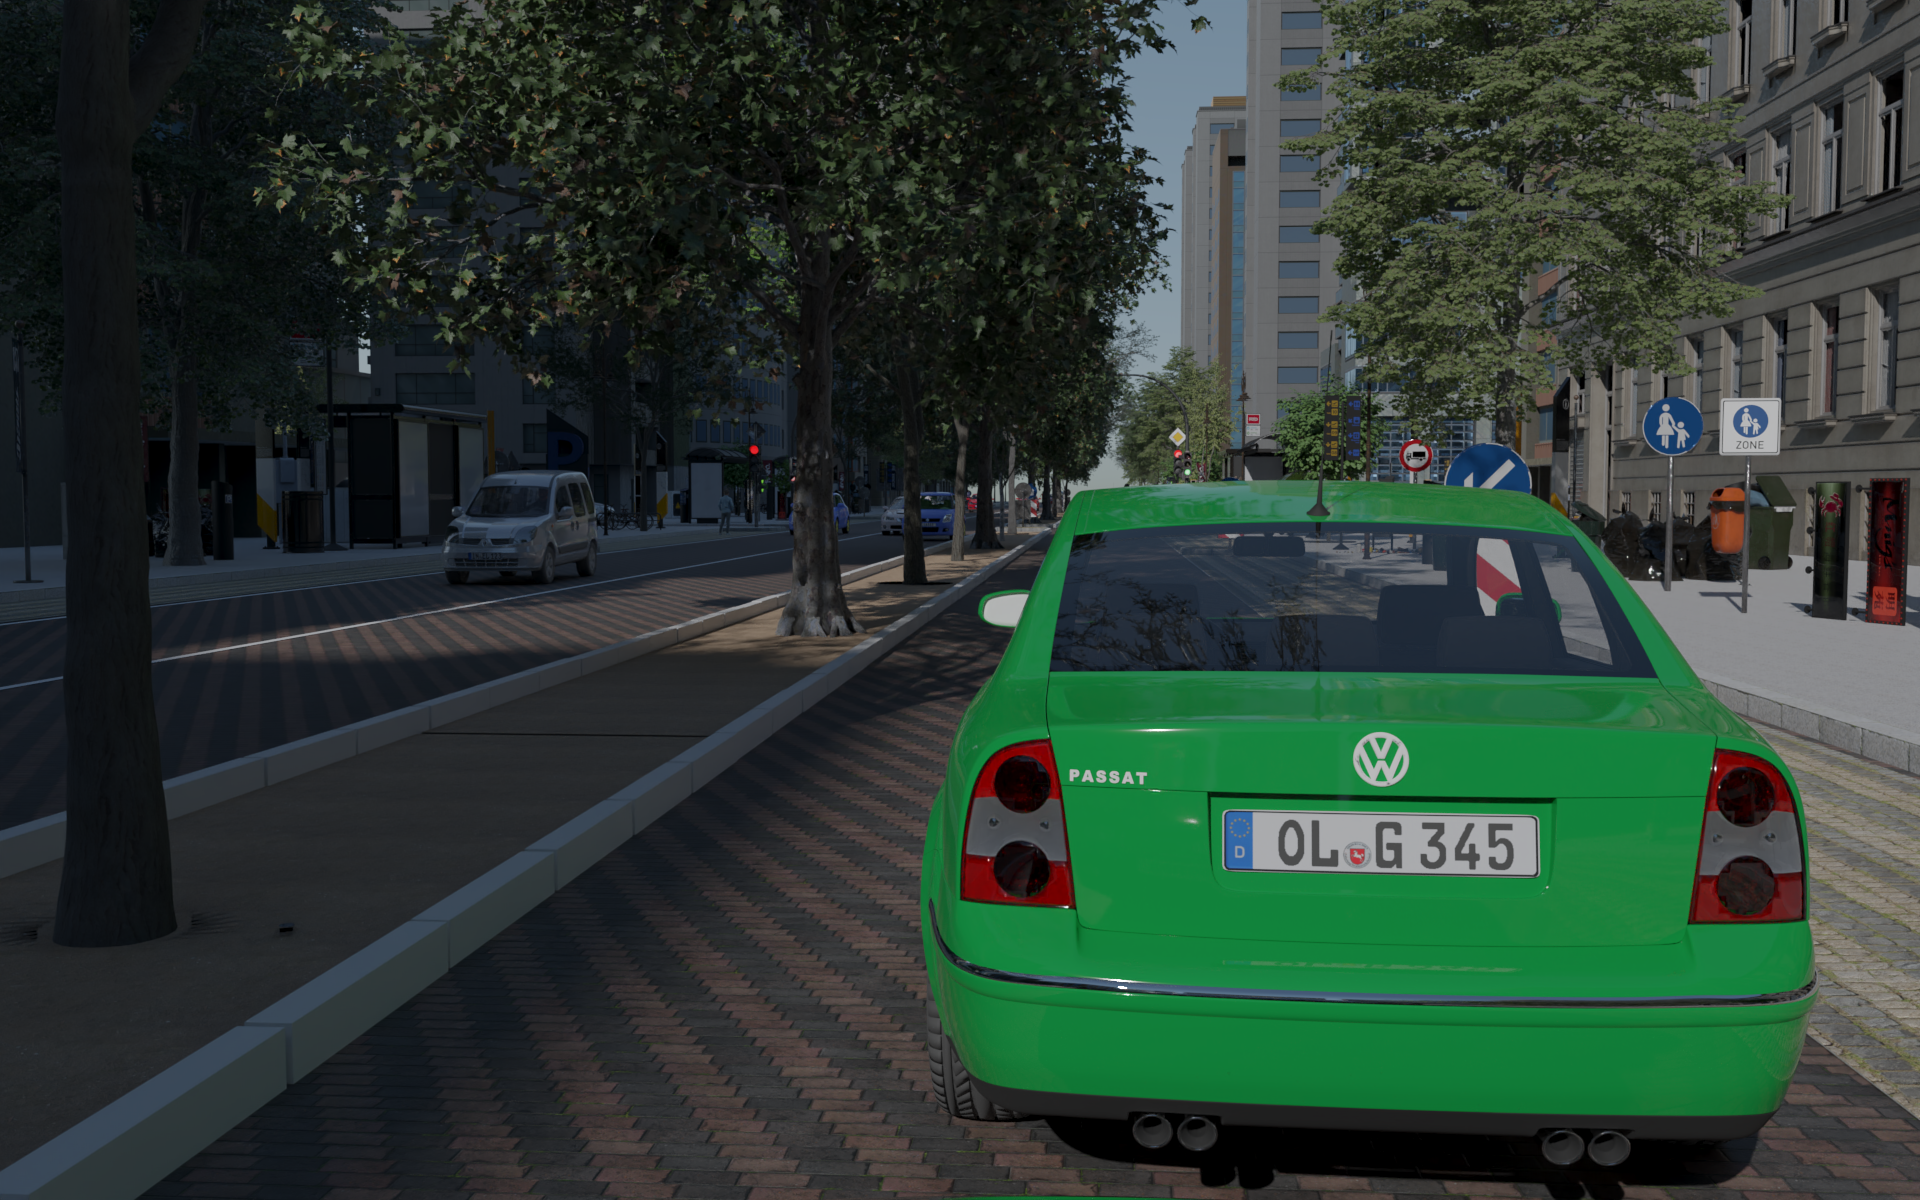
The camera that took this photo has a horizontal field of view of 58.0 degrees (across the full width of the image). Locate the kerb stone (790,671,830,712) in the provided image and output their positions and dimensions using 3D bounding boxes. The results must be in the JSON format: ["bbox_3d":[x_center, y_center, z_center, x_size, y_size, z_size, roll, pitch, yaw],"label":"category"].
[{"bbox_3d":[-1.046,0.634,11.872,0.120,0.150,1.000,0,4,5],"label":"kerb stone"}]

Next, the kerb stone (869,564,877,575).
[{"bbox_3d":[-1.633,-0.503,30.432,0.120,0.150,1.000,0,4,5],"label":"kerb stone"}]

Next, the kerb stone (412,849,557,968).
[{"bbox_3d":[-1.558,1.010,5.730,0.120,0.150,1.000,0,4,5],"label":"kerb stone"}]

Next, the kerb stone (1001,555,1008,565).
[{"bbox_3d":[0.806,-0.741,34.320,0.120,0.150,1.000,0,4,5],"label":"kerb stone"}]

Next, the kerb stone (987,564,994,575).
[{"bbox_3d":[0.464,-0.492,30.238,0.120,0.150,1.000,0,4,5],"label":"kerb stone"}]

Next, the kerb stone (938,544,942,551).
[{"bbox_3d":[-0.617,-1.245,42.695,0.120,0.150,1.000,0,4,5],"label":"kerb stone"}]

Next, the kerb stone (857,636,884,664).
[{"bbox_3d":[-0.797,0.448,14.928,0.120,0.150,1.000,0,4,5],"label":"kerb stone"}]

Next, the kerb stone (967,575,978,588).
[{"bbox_3d":[0.133,-0.242,26.148,0.120,0.150,1.000,0,4,5],"label":"kerb stone"}]

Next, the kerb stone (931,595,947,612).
[{"bbox_3d":[-0.293,0.070,21.051,0.120,0.150,1.000,0,4,5],"label":"kerb stone"}]

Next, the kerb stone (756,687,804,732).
[{"bbox_3d":[-1.136,0.694,10.853,0.120,0.150,1.000,0,4,5],"label":"kerb stone"}]

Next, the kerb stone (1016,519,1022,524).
[{"bbox_3d":[3.043,-3.971,87.123,0.120,0.150,1.000,0,4,5],"label":"kerb stone"}]

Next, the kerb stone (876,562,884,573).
[{"bbox_3d":[-1.552,-0.566,31.451,0.120,0.150,1.000,0,4,5],"label":"kerb stone"}]

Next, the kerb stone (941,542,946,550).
[{"bbox_3d":[-0.532,-1.312,43.717,0.120,0.150,1.000,0,4,5],"label":"kerb stone"}]

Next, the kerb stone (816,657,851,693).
[{"bbox_3d":[-0.960,0.569,12.890,0.120,0.150,1.000,0,4,5],"label":"kerb stone"}]

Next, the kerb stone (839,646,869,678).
[{"bbox_3d":[-0.875,0.507,13.909,0.120,0.150,1.000,0,4,5],"label":"kerb stone"}]

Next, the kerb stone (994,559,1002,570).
[{"bbox_3d":[0.638,-0.616,32.275,0.120,0.150,1.000,0,4,5],"label":"kerb stone"}]

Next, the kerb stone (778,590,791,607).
[{"bbox_3d":[-2.296,-0.001,22.226,0.120,0.150,1.000,0,4,5],"label":"kerb stone"}]

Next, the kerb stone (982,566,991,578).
[{"bbox_3d":[0.390,-0.429,29.211,0.120,0.150,1.000,0,4,5],"label":"kerb stone"}]

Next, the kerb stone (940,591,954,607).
[{"bbox_3d":[-0.210,0.015,22.071,0.120,0.150,1.000,0,4,5],"label":"kerb stone"}]

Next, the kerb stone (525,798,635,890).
[{"bbox_3d":[-1.472,0.944,6.757,0.120,0.150,1.000,0,4,5],"label":"kerb stone"}]

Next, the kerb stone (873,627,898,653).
[{"bbox_3d":[-0.711,0.383,15.947,0.120,0.150,1.000,0,4,5],"label":"kerb stone"}]

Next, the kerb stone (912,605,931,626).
[{"bbox_3d":[-0.458,0.195,19.008,0.120,0.150,1.000,0,4,5],"label":"kerb stone"}]

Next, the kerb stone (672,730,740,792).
[{"bbox_3d":[-1.297,0.819,8.804,0.120,0.150,1.000,0,4,5],"label":"kerb stone"}]

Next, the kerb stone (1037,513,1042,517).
[{"bbox_3d":[5.406,-5.722,115.753,0.120,0.150,1.000,0,4,5],"label":"kerb stone"}]

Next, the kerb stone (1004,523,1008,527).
[{"bbox_3d":[2.125,-3.279,75.896,0.120,0.150,1.000,0,4,5],"label":"kerb stone"}]

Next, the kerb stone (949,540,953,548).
[{"bbox_3d":[-0.360,-1.441,45.757,0.120,0.150,1.000,0,4,5],"label":"kerb stone"}]

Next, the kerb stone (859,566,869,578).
[{"bbox_3d":[-1.714,-0.441,29.408,0.120,0.150,1.000,0,4,5],"label":"kerb stone"}]

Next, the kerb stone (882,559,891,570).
[{"bbox_3d":[-1.458,-0.629,32.472,0.120,0.150,1.000,0,4,5],"label":"kerb stone"}]

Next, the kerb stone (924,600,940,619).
[{"bbox_3d":[-0.368,0.132,20.032,0.120,0.150,1.000,0,4,5],"label":"kerb stone"}]

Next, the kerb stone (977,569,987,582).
[{"bbox_3d":[0.298,-0.367,28.192,0.120,0.150,1.000,0,4,5],"label":"kerb stone"}]

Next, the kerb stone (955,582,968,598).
[{"bbox_3d":[-0.029,-0.117,24.110,0.120,0.150,1.000,0,4,5],"label":"kerb stone"}]

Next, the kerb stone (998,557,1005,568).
[{"bbox_3d":[0.728,-0.679,33.295,0.120,0.150,1.000,0,4,5],"label":"kerb stone"}]

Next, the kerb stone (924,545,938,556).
[{"bbox_3d":[-0.704,-1.191,41.676,0.120,0.150,1.000,0,4,5],"label":"kerb stone"}]

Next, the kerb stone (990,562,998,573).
[{"bbox_3d":[0.552,-0.552,31.257,0.120,0.150,1.000,0,4,5],"label":"kerb stone"}]

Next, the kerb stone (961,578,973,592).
[{"bbox_3d":[0.054,-0.178,25.129,0.120,0.150,1.000,0,4,5],"label":"kerb stone"}]

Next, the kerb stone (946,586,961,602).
[{"bbox_3d":[-0.121,-0.055,23.092,0.120,0.150,1.000,0,4,5],"label":"kerb stone"}]

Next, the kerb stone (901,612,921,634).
[{"bbox_3d":[-0.540,0.262,17.990,0.120,0.150,1.000,0,4,5],"label":"kerb stone"}]

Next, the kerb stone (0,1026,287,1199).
[{"bbox_3d":[-1.724,1.133,3.677,0.120,0.150,1.000,0,4,5],"label":"kerb stone"}]

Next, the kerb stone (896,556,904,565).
[{"bbox_3d":[-1.288,-0.754,34.520,0.120,0.150,1.000,0,4,5],"label":"kerb stone"}]

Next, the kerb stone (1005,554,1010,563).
[{"bbox_3d":[0.885,-0.802,35.339,0.120,0.150,1.000,0,4,5],"label":"kerb stone"}]

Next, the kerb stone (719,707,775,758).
[{"bbox_3d":[-1.219,0.757,9.823,0.120,0.150,1.000,0,4,5],"label":"kerb stone"}]

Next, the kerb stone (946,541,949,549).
[{"bbox_3d":[-0.450,-1.379,44.739,0.120,0.150,1.000,0,4,5],"label":"kerb stone"}]

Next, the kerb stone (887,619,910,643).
[{"bbox_3d":[-0.626,0.320,16.969,0.120,0.150,1.000,0,4,5],"label":"kerb stone"}]

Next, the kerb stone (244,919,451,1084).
[{"bbox_3d":[-1.637,1.070,4.703,0.120,0.150,1.000,0,4,5],"label":"kerb stone"}]

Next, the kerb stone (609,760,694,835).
[{"bbox_3d":[-1.384,0.882,7.776,0.120,0.150,1.000,0,4,5],"label":"kerb stone"}]

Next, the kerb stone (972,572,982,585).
[{"bbox_3d":[0.217,-0.304,27.170,0.120,0.150,1.000,0,4,5],"label":"kerb stone"}]

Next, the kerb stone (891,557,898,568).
[{"bbox_3d":[-1.371,-0.687,33.495,0.120,0.150,1.000,0,4,5],"label":"kerb stone"}]

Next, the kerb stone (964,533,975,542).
[{"bbox_3d":[0.303,-1.937,53.929,0.120,0.150,1.000,0,4,5],"label":"kerb stone"}]

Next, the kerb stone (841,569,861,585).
[{"bbox_3d":[-1.795,-0.379,28.386,0.120,0.150,1.000,0,4,5],"label":"kerb stone"}]
